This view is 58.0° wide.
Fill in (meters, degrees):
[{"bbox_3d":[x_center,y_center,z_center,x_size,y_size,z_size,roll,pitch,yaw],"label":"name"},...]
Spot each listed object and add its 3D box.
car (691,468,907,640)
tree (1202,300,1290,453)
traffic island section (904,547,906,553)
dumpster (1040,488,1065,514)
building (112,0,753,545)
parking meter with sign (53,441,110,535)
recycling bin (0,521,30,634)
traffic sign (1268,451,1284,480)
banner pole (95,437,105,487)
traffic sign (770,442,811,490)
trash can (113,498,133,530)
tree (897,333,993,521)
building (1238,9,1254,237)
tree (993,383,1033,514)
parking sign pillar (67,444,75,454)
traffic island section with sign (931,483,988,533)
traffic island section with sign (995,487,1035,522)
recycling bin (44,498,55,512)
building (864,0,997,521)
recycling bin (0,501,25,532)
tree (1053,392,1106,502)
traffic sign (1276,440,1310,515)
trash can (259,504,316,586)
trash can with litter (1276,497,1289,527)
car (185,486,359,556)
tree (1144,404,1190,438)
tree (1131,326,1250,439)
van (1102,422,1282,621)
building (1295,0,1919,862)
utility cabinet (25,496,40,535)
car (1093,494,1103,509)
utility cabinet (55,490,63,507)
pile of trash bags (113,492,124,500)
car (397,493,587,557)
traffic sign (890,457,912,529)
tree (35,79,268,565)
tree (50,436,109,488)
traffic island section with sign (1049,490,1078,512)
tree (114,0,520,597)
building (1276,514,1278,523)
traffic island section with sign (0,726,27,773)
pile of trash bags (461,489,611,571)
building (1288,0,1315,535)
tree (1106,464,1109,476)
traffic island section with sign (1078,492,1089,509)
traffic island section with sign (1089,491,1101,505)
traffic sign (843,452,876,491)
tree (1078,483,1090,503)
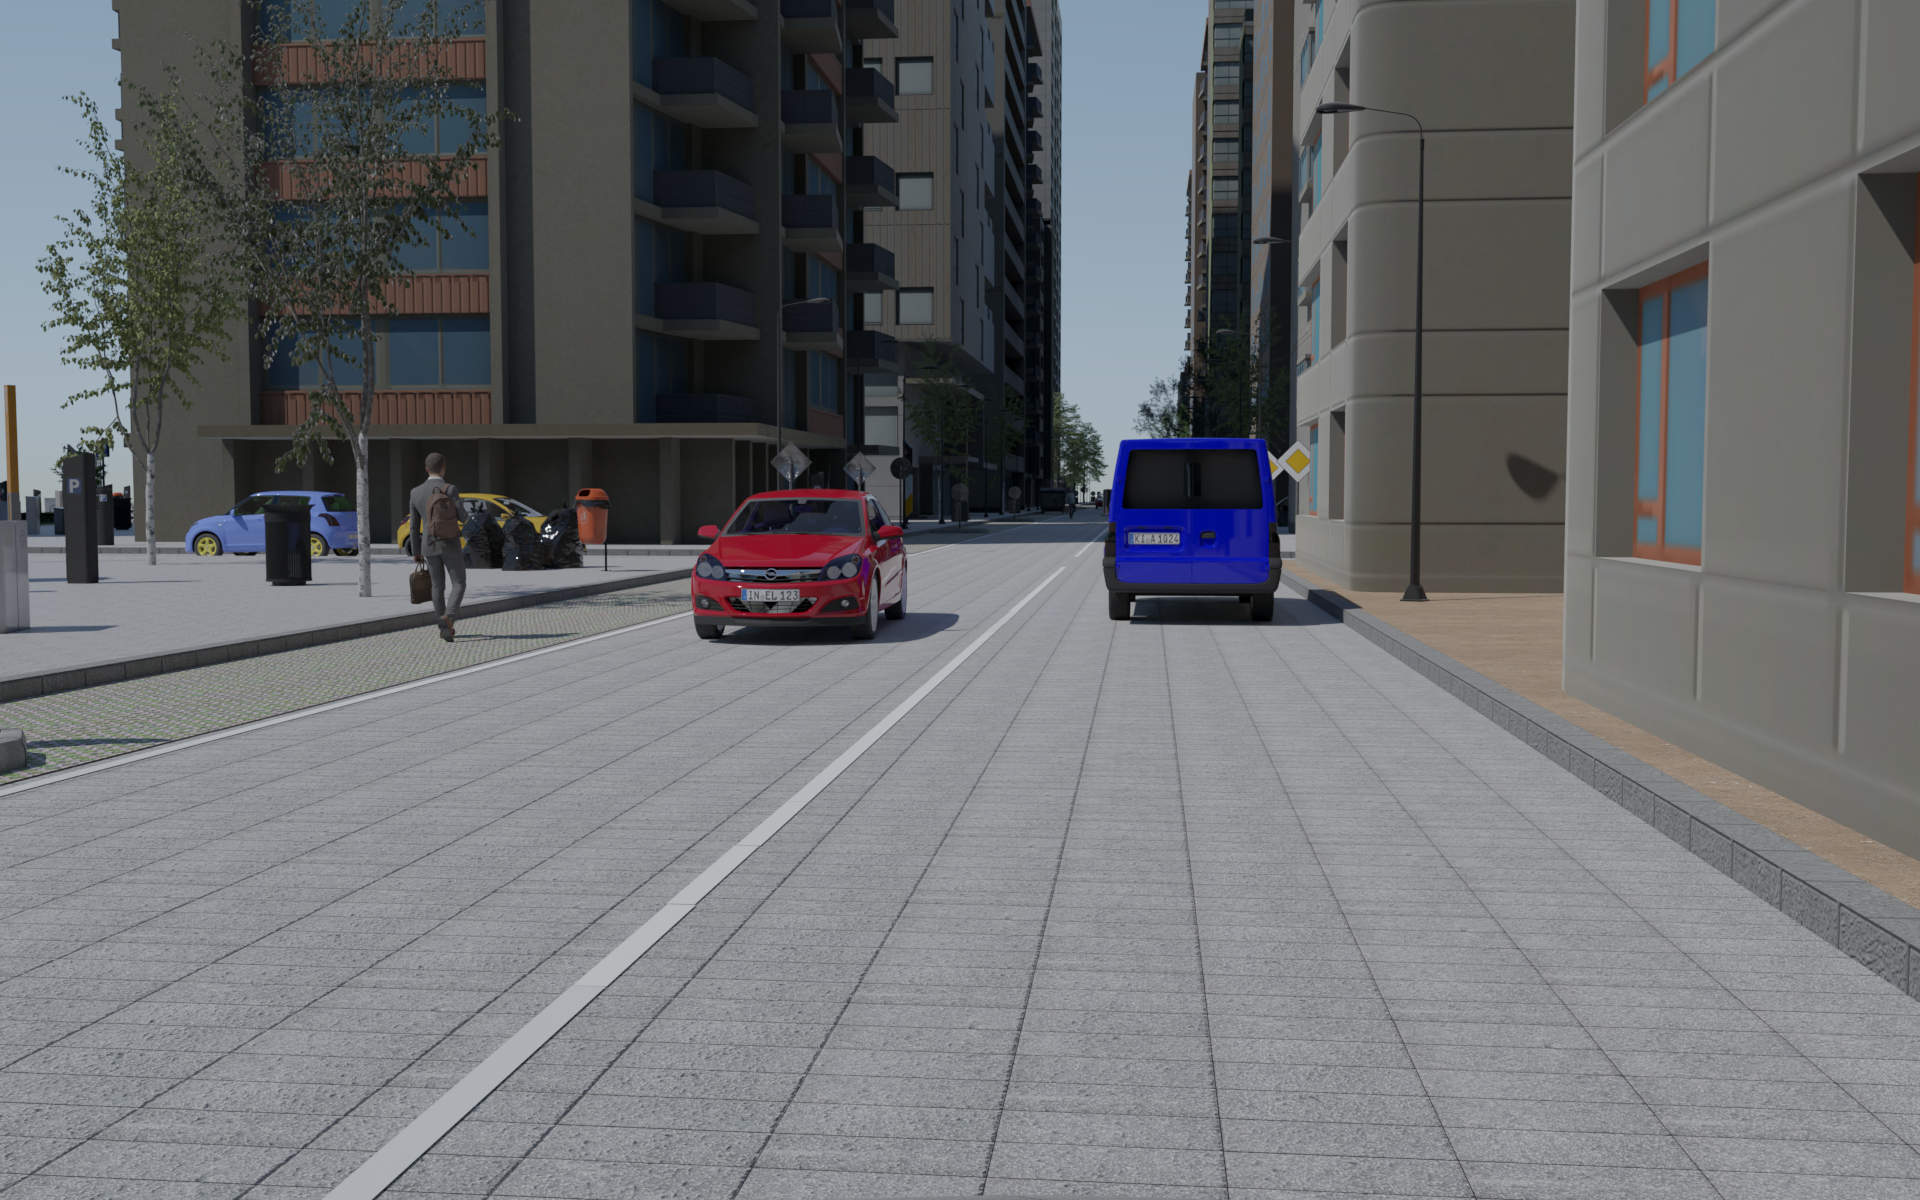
[{"bbox_3d":[-1.619,-0.575,18.440,2.155,1.783,4.494,0,4,4],"label":"car"},{"bbox_3d":[11.155,-7.114,66.682,4.737,8.622,4.395,0,3,0],"label":"tree"},{"bbox_3d":[-2.401,-1.153,41.139,2.009,0.180,2.903,0,4,6],"label":"traffic island section"},{"bbox_3d":[6.609,-7.043,123.367,1.865,1.857,1.264,0,4,5],"label":"dumpster"},{"bbox_3d":[-13.996,-24.562,56.207,22.147,44.769,28.867,0,4,6],"label":"building"},{"bbox_3d":[-28.052,-3.610,55.283,0.543,3.016,1.738,2,4,25],"label":"parking meter with sign"},{"bbox_3d":[-9.164,-0.218,16.113,0.722,1.027,0.722,-1,4,-10],"label":"recycling bin"},{"bbox_3d":[7.110,-2.226,40.034,0.795,2.450,0.064,0,4,6],"label":"traffic sign"},{"bbox_3d":[-37.934,-5.289,76.488,0.863,3.779,0.401,2,4,33],"label":"banner pole"},{"bbox_3d":[-3.234,-1.804,33.136,0.795,2.450,0.064,0,4,6],"label":"traffic sign"},{"bbox_3d":[-30.001,-3.079,61.999,0.748,1.137,0.748,0,3,0],"label":"trash can"},{"bbox_3d":[-0.871,-7.836,78.488,4.737,8.622,4.395,0,3,0],"label":"tree"},{"bbox_3d":[24.055,-20.481,106.572,14.160,30.474,14.107,0,4,6],"label":"building"},{"bbox_3d":[2.606,-9.932,112.756,4.737,8.622,4.395,0,3,0],"label":"tree"},{"bbox_3d":[-47.541,-6.398,93.084,1.447,3.967,1.447,2,4,25],"label":"parking sign pillar"},{"bbox_3d":[0.013,-3.355,63.480,1.989,1.847,2.006,0,4,6],"label":"traffic island section with sign"},{"bbox_3d":[2.905,-4.994,90.280,1.989,1.847,2.006,0,4,6],"label":"traffic island section with sign"},{"bbox_3d":[-61.186,-6.358,116.510,0.722,1.027,0.722,-2,4,-26],"label":"recycling bin"},{"bbox_3d":[-12.380,-30.978,95.726,28.713,52.752,27.495,0,4,6],"label":"building"},{"bbox_3d":[-34.565,-3.072,62.777,0.722,1.027,0.722,0,4,0],"label":"recycling bin"},{"bbox_3d":[10.525,-16.798,192.766,7.486,12.596,7.792,0,3,0],"label":"tree"},{"bbox_3d":[6.253,-1.740,32.094,0.795,2.450,0.064,0,4,6],"label":"traffic sign"},{"bbox_3d":[-9.432,-0.775,24.319,0.748,1.137,0.748,0,3,0],"label":"trash can"},{"bbox_3d":[12.395,-3.437,67.584,1.055,1.170,0.624,0,4,2],"label":"trash can with litter"},{"bbox_3d":[-14.909,-1.717,37.666,3.694,1.707,1.945,0,4,7],"label":"car"},{"bbox_3d":[24.907,-16.593,197.050,9.928,11.665,9.643,0,3,0],"label":"tree"},{"bbox_3d":[13.742,-9.946,97.021,8.767,10.594,7.601,0,4,7],"label":"tree"},{"bbox_3d":[2.815,-1.032,21.256,2.240,2.365,5.245,0,4,7],"label":"van"},{"bbox_3d":[18.291,-10.396,15.009,27.650,21.520,28.899,0,4,6],"label":"building"},{"bbox_3d":[-29.582,-2.698,55.280,0.306,1.237,1.020,-1,4,-22],"label":"utility cabinet"},{"bbox_3d":[14.019,-9.716,167.892,2.155,1.783,4.494,0,4,5],"label":"car"},{"bbox_3d":[-54.569,-5.914,105.375,0.318,1.500,1.173,0,4,1],"label":"utility cabinet"},{"bbox_3d":[-43.421,-5.055,92.408,3.447,1.369,1.912,-3,5,-44],"label":"pile of trash bags"},{"bbox_3d":[-10.109,-1.674,37.593,3.980,1.641,2.015,0,4,6],"label":"car"},{"bbox_3d":[-2.055,-3.657,59.905,0.768,2.556,0.104,1,4,12],"label":"traffic sign"},{"bbox_3d":[-14.691,-4.949,31.271,4.737,8.622,4.395,0,3,0],"label":"tree"},{"bbox_3d":[-29.345,-3.883,58.095,1.663,3.219,1.824,0,3,0],"label":"tree"},{"bbox_3d":[8.243,-8.016,139.697,1.989,1.847,2.006,0,4,6],"label":"traffic island section with sign"},{"bbox_3d":[-7.664,-4.340,21.317,4.360,8.622,3.978,0,3,0],"label":"tree"},{"bbox_3d":[21.001,-26.306,80.218,14.600,45.320,14.200,0,4,6],"label":"building"},{"bbox_3d":[-5.911,-0.001,8.642,1.989,1.847,2.006,0,4,6],"label":"traffic island section with sign"},{"bbox_3d":[-7.103,-1.211,29.558,3.447,1.369,1.912,3,5,41],"label":"pile of trash bags"},{"bbox_3d":[20.883,-26.112,50.638,21.600,48.544,21.300,0,4,6],"label":"building"},{"bbox_3d":[19.700,-21.647,272.049,7.486,12.596,7.792,0,3,0],"label":"tree"},{"bbox_3d":[11.200,-9.692,167.085,1.989,1.847,2.006,0,4,6],"label":"traffic island section with sign"},{"bbox_3d":[17.163,-13.069,222.300,1.989,1.847,2.006,0,4,6],"label":"traffic island section with sign"},{"bbox_3d":[-2.377,-2.289,41.075,0.795,2.450,0.064,0,4,6],"label":"traffic sign"},{"bbox_3d":[18.913,-16.391,262.596,1.663,3.219,1.824,0,3,0],"label":"tree"}]
